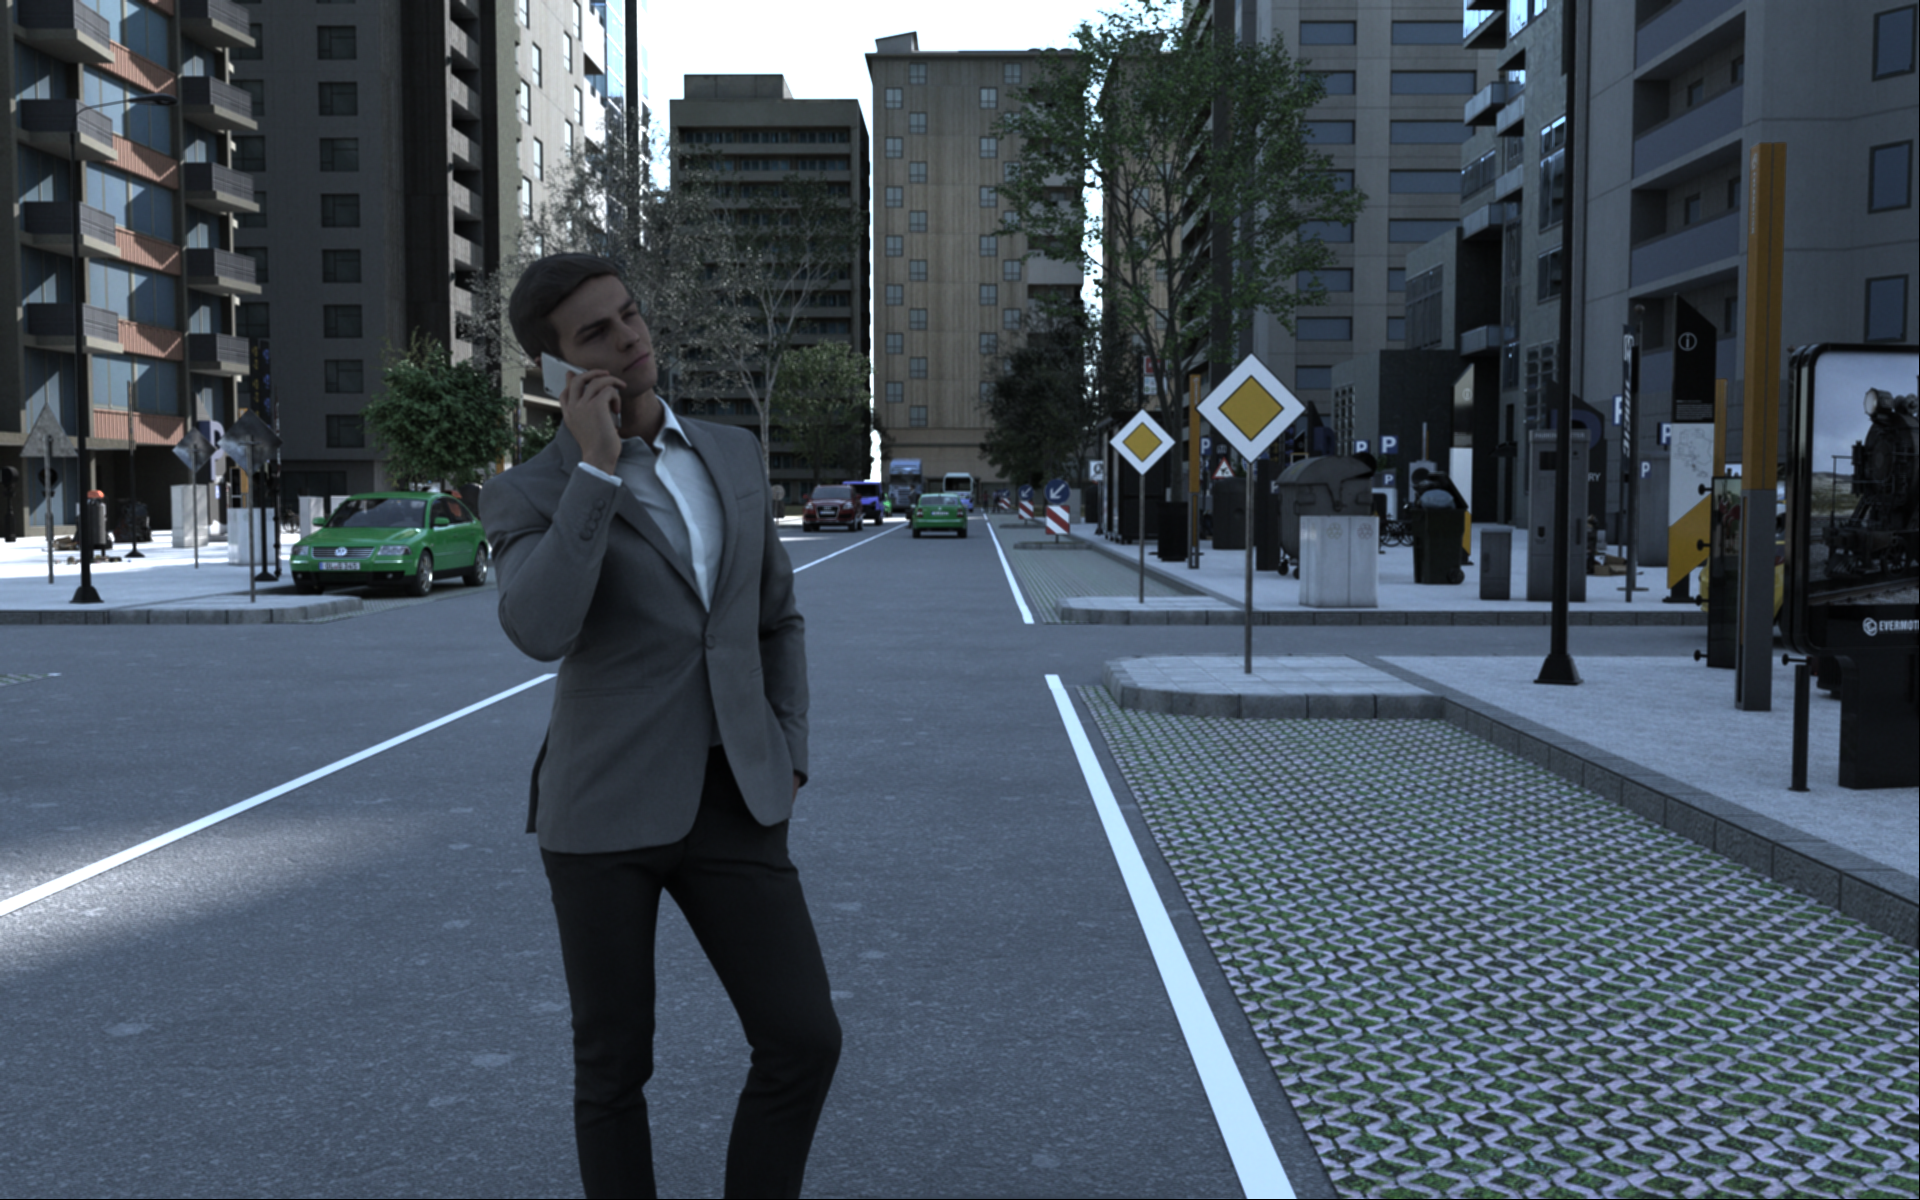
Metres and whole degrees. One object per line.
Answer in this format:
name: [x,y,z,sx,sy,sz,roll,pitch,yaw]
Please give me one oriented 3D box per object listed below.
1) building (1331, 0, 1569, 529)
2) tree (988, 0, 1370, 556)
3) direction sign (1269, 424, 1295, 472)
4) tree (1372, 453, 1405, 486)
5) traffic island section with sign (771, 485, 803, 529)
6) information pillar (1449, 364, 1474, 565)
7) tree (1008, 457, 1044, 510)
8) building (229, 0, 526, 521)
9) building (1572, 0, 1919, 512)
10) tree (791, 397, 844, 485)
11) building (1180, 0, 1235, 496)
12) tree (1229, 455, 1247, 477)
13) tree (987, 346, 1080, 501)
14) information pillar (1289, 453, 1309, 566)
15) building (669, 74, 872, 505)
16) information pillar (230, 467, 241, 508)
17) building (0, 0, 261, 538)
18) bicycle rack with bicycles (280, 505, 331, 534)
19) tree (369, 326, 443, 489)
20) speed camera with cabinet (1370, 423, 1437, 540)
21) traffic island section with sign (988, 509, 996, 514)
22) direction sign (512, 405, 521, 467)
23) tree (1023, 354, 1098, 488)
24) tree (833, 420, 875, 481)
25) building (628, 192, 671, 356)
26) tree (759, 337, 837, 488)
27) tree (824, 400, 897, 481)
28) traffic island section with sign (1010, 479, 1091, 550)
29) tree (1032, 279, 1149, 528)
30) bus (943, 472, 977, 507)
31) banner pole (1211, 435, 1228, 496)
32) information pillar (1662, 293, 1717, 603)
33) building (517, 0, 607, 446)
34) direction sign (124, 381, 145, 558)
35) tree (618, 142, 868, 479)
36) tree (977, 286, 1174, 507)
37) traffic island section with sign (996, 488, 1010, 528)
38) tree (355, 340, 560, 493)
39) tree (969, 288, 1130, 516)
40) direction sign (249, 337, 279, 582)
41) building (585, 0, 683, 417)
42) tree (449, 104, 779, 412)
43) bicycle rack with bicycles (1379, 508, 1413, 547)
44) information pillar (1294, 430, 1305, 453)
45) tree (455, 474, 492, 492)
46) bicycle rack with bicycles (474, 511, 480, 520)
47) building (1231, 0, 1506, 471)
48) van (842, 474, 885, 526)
building: [29.797,-46.308,69.808,22.319,86.520,31.000,0,4,1]
tree: [4.402,-6.754,36.187,9.928,11.665,9.643,0,3,0]
direction sign: [10.468,-3.938,56.380,0.876,3.537,0.379,3,4,37]
tree: [16.949,-4.595,69.733,1.663,3.219,1.824,0,3,0]
traffic island section with sign: [-7.584,-3.879,72.044,1.989,1.847,2.006,0,4,1]
information pillar: [9.010,-2.432,31.115,0.504,3.616,0.183,-2,4,-29]
tree: [5.675,-9.590,140.505,4.285,4.588,4.351,0,3,0]
building: [-30.524,-19.236,86.209,14.160,30.474,14.107,0,4,1]
building: [63.950,-36.886,145.080,28.212,58.520,21.231,0,4,1]
tree: [-10.540,-10.973,129.765,4.737,8.622,4.395,0,3,0]
building: [30.477,-31.940,145.913,21.300,48.544,21.600,0,4,1]
tree: [12.384,-4.981,76.047,1.663,3.219,1.824,0,3,0]
tree: [5.791,-13.146,133.060,7.486,12.596,7.792,0,3,0]
information pillar: [6.094,-1.629,31.124,0.304,2.012,0.304,1,4,15]
building: [-21.662,-35.471,203.657,21.600,48.544,21.300,0,4,1]
information pillar: [-19.740,-2.622,47.355,0.304,2.012,0.304,0,4,-6]
building: [-37.101,-24.573,56.400,22.147,44.769,28.867,0,4,1]
bicycle rack with bicycles: [-21.507,-2.652,56.736,2.925,0.926,2.852,-3,5,-39]
tree: [-24.264,-7.725,76.671,4.737,8.622,4.395,0,3,0]
speed camera with cabinet: [12.140,-3.285,48.049,2.038,3.252,0.660,1,4,23]
traffic island section with sign: [3.113,-6.992,122.942,1.989,1.847,2.006,0,4,1]
direction sign: [-11.131,-3.155,43.589,0.379,3.537,0.876,0,4,-4]
tree: [4.967,-8.335,86.634,4.737,8.622,4.395,0,3,0]
tree: [-10.242,-12.958,162.225,4.360,8.622,3.978,0,3,0]
building: [-44.421,-31.681,209.863,23.993,40.220,32.217,0,4,1]
tree: [-9.351,-11.502,113.817,9.928,11.665,9.643,0,3,0]
tree: [-10.210,-14.570,172.632,8.767,10.594,7.601,1,4,8]
traffic island section with sign: [2.397,-2.235,45.165,1.989,1.847,2.006,0,4,1]
tree: [4.732,-6.674,59.490,4.360,8.622,3.978,0,3,0]
bus: [-0.032,-10.028,158.810,2.948,3.499,13.247,0,4,1]
banner pole: [10.901,-5.090,73.234,0.863,3.779,0.401,1,4,15]
information pillar: [8.573,-1.771,20.315,0.504,3.616,0.183,0,4,3]
building: [-37.924,-31.773,108.730,28.713,52.752,27.495,0,4,1]
direction sign: [-16.758,-2.634,35.065,0.379,3.537,0.876,-1,4,-22]
tree: [-11.944,-14.618,94.897,12.611,20.169,13.585,0,3,0]
tree: [5.360,-8.817,78.565,8.767,10.594,7.601,0,4,-6]
traffic island section with sign: [2.647,-3.923,72.776,1.989,1.847,2.006,0,4,1]
tree: [-11.113,-3.265,37.096,4.285,4.588,4.351,0,3,0]
tree: [5.223,-11.818,103.595,12.009,13.543,11.850,0,3,0]
direction sign: [-10.248,-2.045,25.428,0.379,3.537,0.876,0,4,-6]
building: [-38.890,-50.915,145.128,31.000,86.520,22.319,0,4,1]
tree: [-10.492,-8.784,53.983,12.009,13.543,11.850,0,3,0]
bicycle rack with bicycles: [10.901,-1.815,43.052,2.925,0.926,2.852,1,4,14]
information pillar: [12.358,-4.399,63.280,0.504,3.616,0.183,-1,4,-14]
tree: [-20.330,-4.690,71.278,1.663,3.219,1.824,0,3,0]
bicycle rack with bicycles: [-13.633,-2.419,52.940,2.925,0.926,2.852,0,4,-7]
building: [29.678,-35.355,120.061,21.231,58.520,28.212,0,4,1]
van: [-4.556,-4.631,80.106,2.240,2.365,5.245,0,4,-1]
